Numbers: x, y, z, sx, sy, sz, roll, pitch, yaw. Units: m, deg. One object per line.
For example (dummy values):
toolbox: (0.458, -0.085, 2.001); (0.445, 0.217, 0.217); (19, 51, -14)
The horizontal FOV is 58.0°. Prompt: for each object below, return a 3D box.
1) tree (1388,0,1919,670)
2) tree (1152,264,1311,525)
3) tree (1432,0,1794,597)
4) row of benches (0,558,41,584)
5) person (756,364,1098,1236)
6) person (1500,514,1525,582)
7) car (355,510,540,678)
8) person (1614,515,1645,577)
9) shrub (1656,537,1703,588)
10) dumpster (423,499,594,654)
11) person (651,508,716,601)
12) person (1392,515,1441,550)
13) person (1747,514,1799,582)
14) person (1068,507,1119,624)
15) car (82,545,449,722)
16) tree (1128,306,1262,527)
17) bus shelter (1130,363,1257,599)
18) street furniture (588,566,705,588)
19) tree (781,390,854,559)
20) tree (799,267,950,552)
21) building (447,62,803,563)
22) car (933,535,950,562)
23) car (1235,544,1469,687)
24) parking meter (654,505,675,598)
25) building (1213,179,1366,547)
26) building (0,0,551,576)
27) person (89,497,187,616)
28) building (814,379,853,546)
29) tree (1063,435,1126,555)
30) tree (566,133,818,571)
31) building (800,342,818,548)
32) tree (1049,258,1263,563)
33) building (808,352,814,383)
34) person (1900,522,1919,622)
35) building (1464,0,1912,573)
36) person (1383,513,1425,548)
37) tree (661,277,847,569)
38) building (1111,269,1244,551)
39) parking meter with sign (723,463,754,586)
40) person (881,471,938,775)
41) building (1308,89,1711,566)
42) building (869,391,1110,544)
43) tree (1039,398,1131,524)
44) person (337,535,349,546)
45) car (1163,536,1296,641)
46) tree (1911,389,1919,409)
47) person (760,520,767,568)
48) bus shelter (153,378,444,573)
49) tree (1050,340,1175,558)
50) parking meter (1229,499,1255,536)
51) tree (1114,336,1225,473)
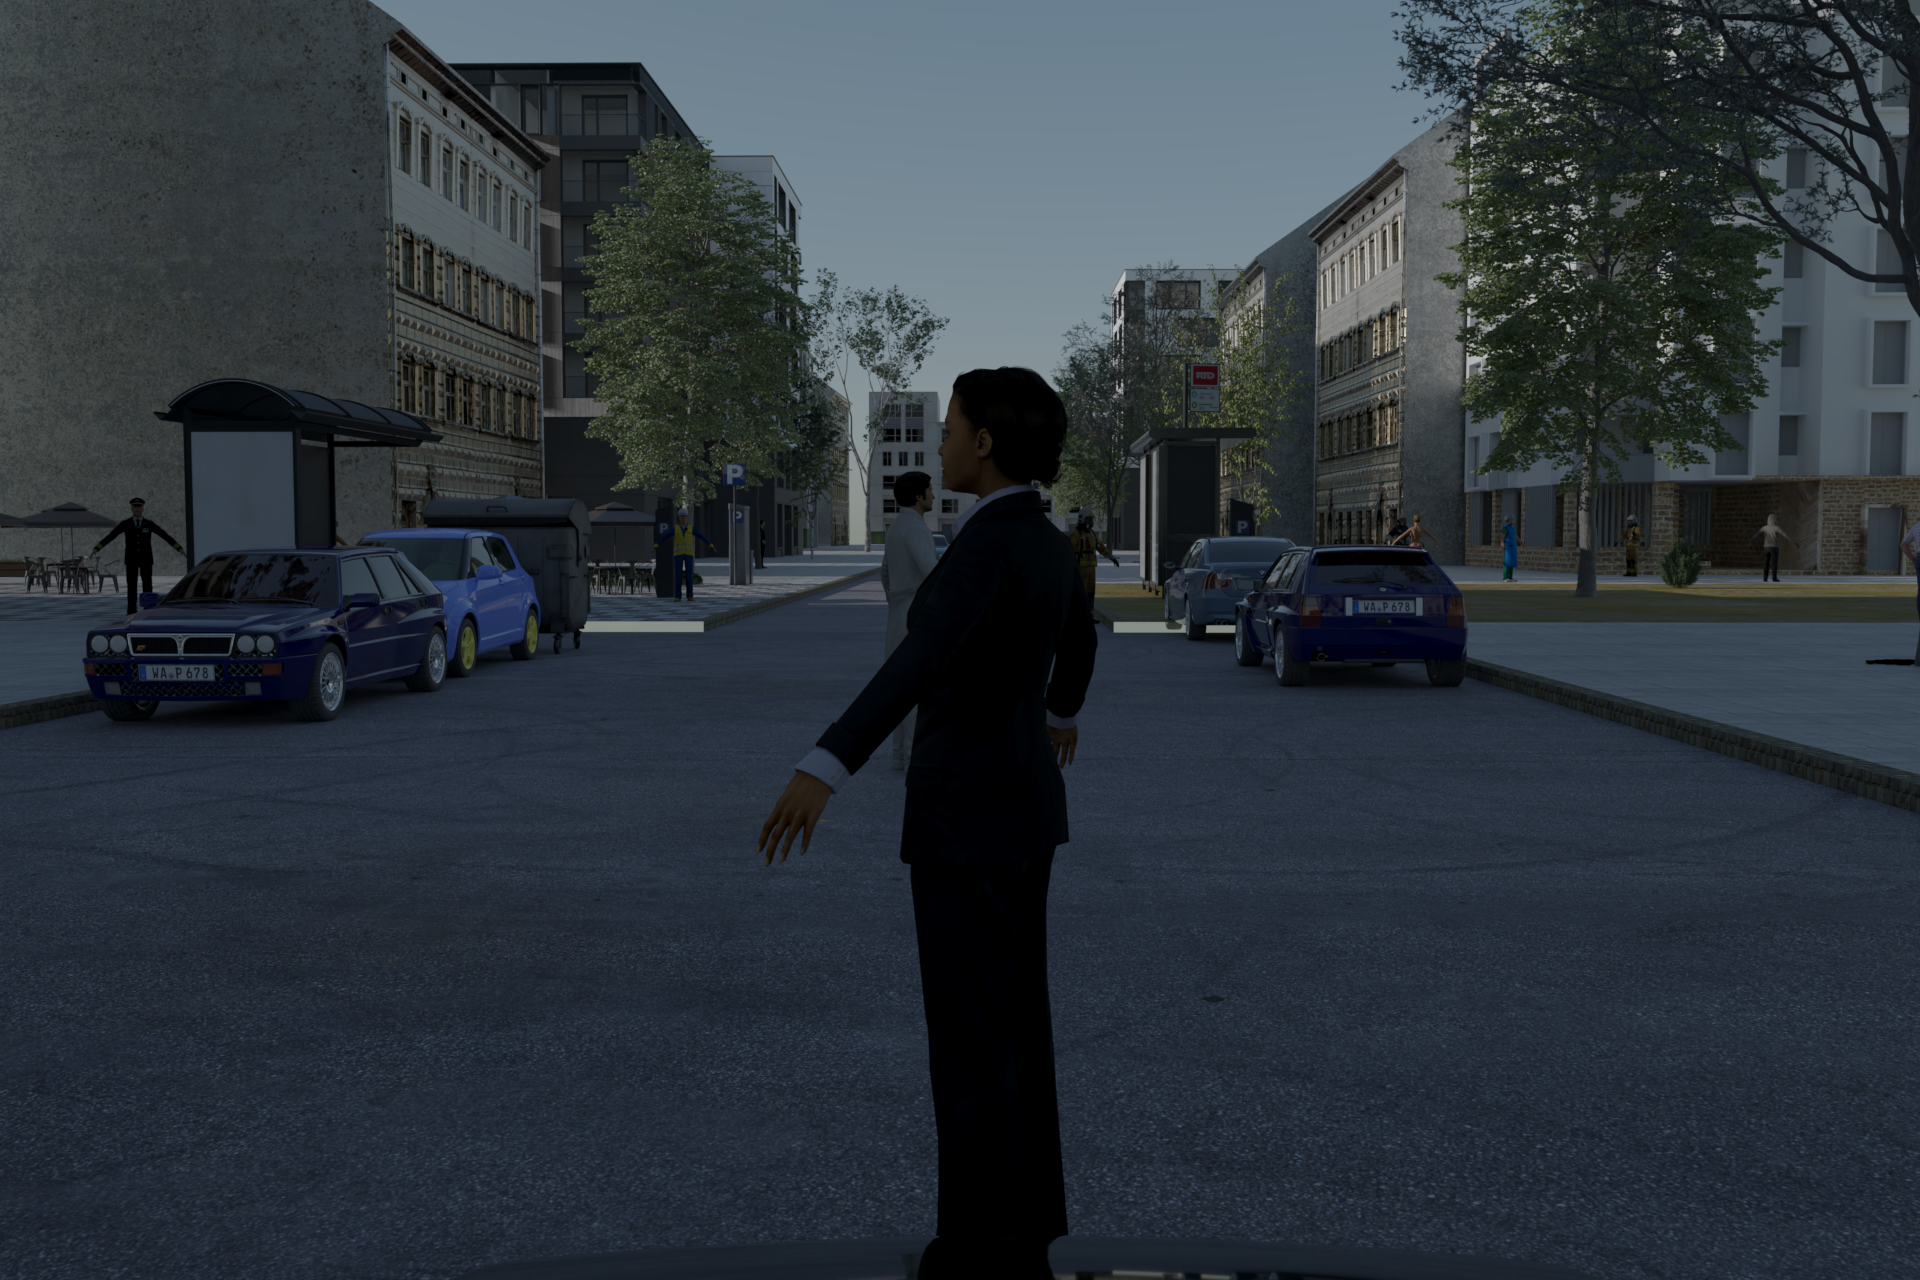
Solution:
tree: (9.504, -6.494, 16.541); (12.009, 13.543, 11.850); (0, 3, 0)
tree: (7.545, -5.877, 46.456); (4.737, 8.622, 4.395); (0, 3, 0)
tree: (13.143, -7.160, 35.197); (7.486, 12.596, 7.792); (0, 3, 0)
row of benches: (-25.655, -1.763, 44.284); (4.104, 0.672, 1.422); (-1, 4, -11)
person: (-0.012, 0.362, 3.254); (0.721, 1.740, 1.216); (2, 4, 25)
person: (14.751, -2.463, 46.399); (0.704, 1.817, 1.347); (3, 5, 41)
car: (-5.714, -0.540, 18.419); (1.945, 1.707, 3.694); (0, 4, 1)
person: (20.169, -2.830, 52.044); (0.705, 1.858, 1.354); (-1, 4, -16)
shrub: (17.048, -1.829, 41.026); (1.383, 1.207, 1.383); (0, 3, 0)
dumpster: (-5.502, -0.790, 21.125); (1.865, 1.857, 1.264); (0, 4, 2)
person: (-5.256, -1.621, 32.965); (1.216, 1.772, 0.721); (-1, 4, -11)
person: (10.953, -2.131, 41.646); (1.217, 1.733, 0.721); (0, 4, 2)
person: (21.774, -2.466, 46.450); (1.348, 1.813, 0.705); (3, 5, 44)
person: (2.008, -1.181, 27.528); (1.354, 1.858, 0.705); (-3, 5, -43)
car: (-5.633, -0.116, 14.473); (1.945, 1.354, 3.894); (0, 4, 1)
tree: (7.146, -6.489, 56.457); (4.360, 8.622, 3.978); (0, 3, 0)
bus shelter: (4.951, -3.713, 38.339); (2.179, 5.291, 8.768); (0, 4, 2)
street furniture: (-11.027, -1.809, 45.207); (5.734, 0.657, 10.072); (-2, 4, -32)
tree: (-7.567, -8.488, 89.137); (4.737, 8.622, 4.395); (0, 3, 0)
tree: (-7.384, -16.371, 123.555); (12.611, 20.169, 13.585); (0, 3, 0)
building: (-24.035, -15.163, 91.887); (27.936, 21.610, 32.646); (0, 4, 1)
car: (-1.225, -3.520, 69.554); (2.014, 1.417, 4.499); (0, 4, 1)
car: (3.868, -0.308, 17.617); (1.945, 1.354, 3.894); (0, 4, 0)
parking meter: (-5.952, -1.784, 34.885); (0.399, 1.863, 0.255); (0, 4, 1)
building: (26.030, -16.679, 103.635); (19.493, 23.208, 18.063); (0, 4, 1)
building: (-26.195, -14.053, 60.690); (19.493, 23.208, 18.063); (0, 4, 0)
person: (-12.536, -1.254, 26.441); (1.347, 1.837, 0.705); (-2, 4, -25)
building: (-22.490, -22.104, 192.329); (19.493, 23.208, 18.063); (0, 4, 2)
tree: (8.694, -9.655, 108.214); (4.737, 8.622, 4.395); (0, 3, 0)
tree: (-7.689, -8.068, 50.032); (7.486, 12.596, 7.792); (0, 3, 0)
building: (-22.372, -17.314, 149.546); (16.747, 18.905, 31.486); (0, 4, 1)
tree: (8.429, -10.205, 77.217); (12.009, 13.543, 11.850); (0, 3, 0)
building: (-20.452, -19.131, 169.205); (16.016, 20.090, 11.380); (0, 4, 1)
person: (12.816, -0.968, 22.807); (0.436, 1.711, 0.756); (-1, 4, -16)
building: (24.932, -12.838, 66.327); (16.016, 20.090, 11.380); (0, 4, 1)
person: (12.329, -2.599, 48.279); (1.354, 1.856, 0.705); (-1, 4, -21)
tree: (-7.668, -7.865, 63.007); (7.601, 10.594, 8.767); (-3, 5, -41)
building: (26.835, -18.711, 149.903); (27.936, 21.610, 32.646); (0, 4, 1)
parking meter with sign: (-5.522, -2.891, 43.521); (0.543, 3.016, 1.738); (0, 4, 1)
person: (-0.248, -0.107, 10.399); (0.705, 1.806, 1.347); (-1, 4, -20)
building: (27.117, -15.121, 78.160); (19.493, 23.208, 18.063); (0, 4, 1)
building: (4.611, -21.558, 221.388); (31.486, 18.905, 16.747); (0, 4, 0)
tree: (8.709, -12.862, 128.423); (7.486, 12.596, 7.792); (0, 3, 0)
person: (-10.628, -1.374, 28.602); (1.345, 1.843, 0.704); (1, 4, 12)
car: (3.944, -0.769, 24.580); (2.014, 1.417, 4.499); (0, 4, 1)
tree: (28.288, -6.686, 43.731); (7.601, 10.594, 8.767); (-1, 4, -19)
person: (-7.376, -3.577, 64.669); (0.705, 1.806, 1.347); (0, 4, -6)
bus shelter: (-9.391, -1.917, 25.273); (2.014, 3.302, 5.546); (0, 4, 1)
tree: (8.049, -10.122, 91.257); (9.928, 11.665, 9.643); (0, 3, 0)
parking meter: (4.652, -1.398, 28.570); (0.399, 1.863, 0.255); (0, 4, 2)
tree: (7.434, -6.982, 64.522); (4.360, 8.622, 3.978); (0, 3, 0)
